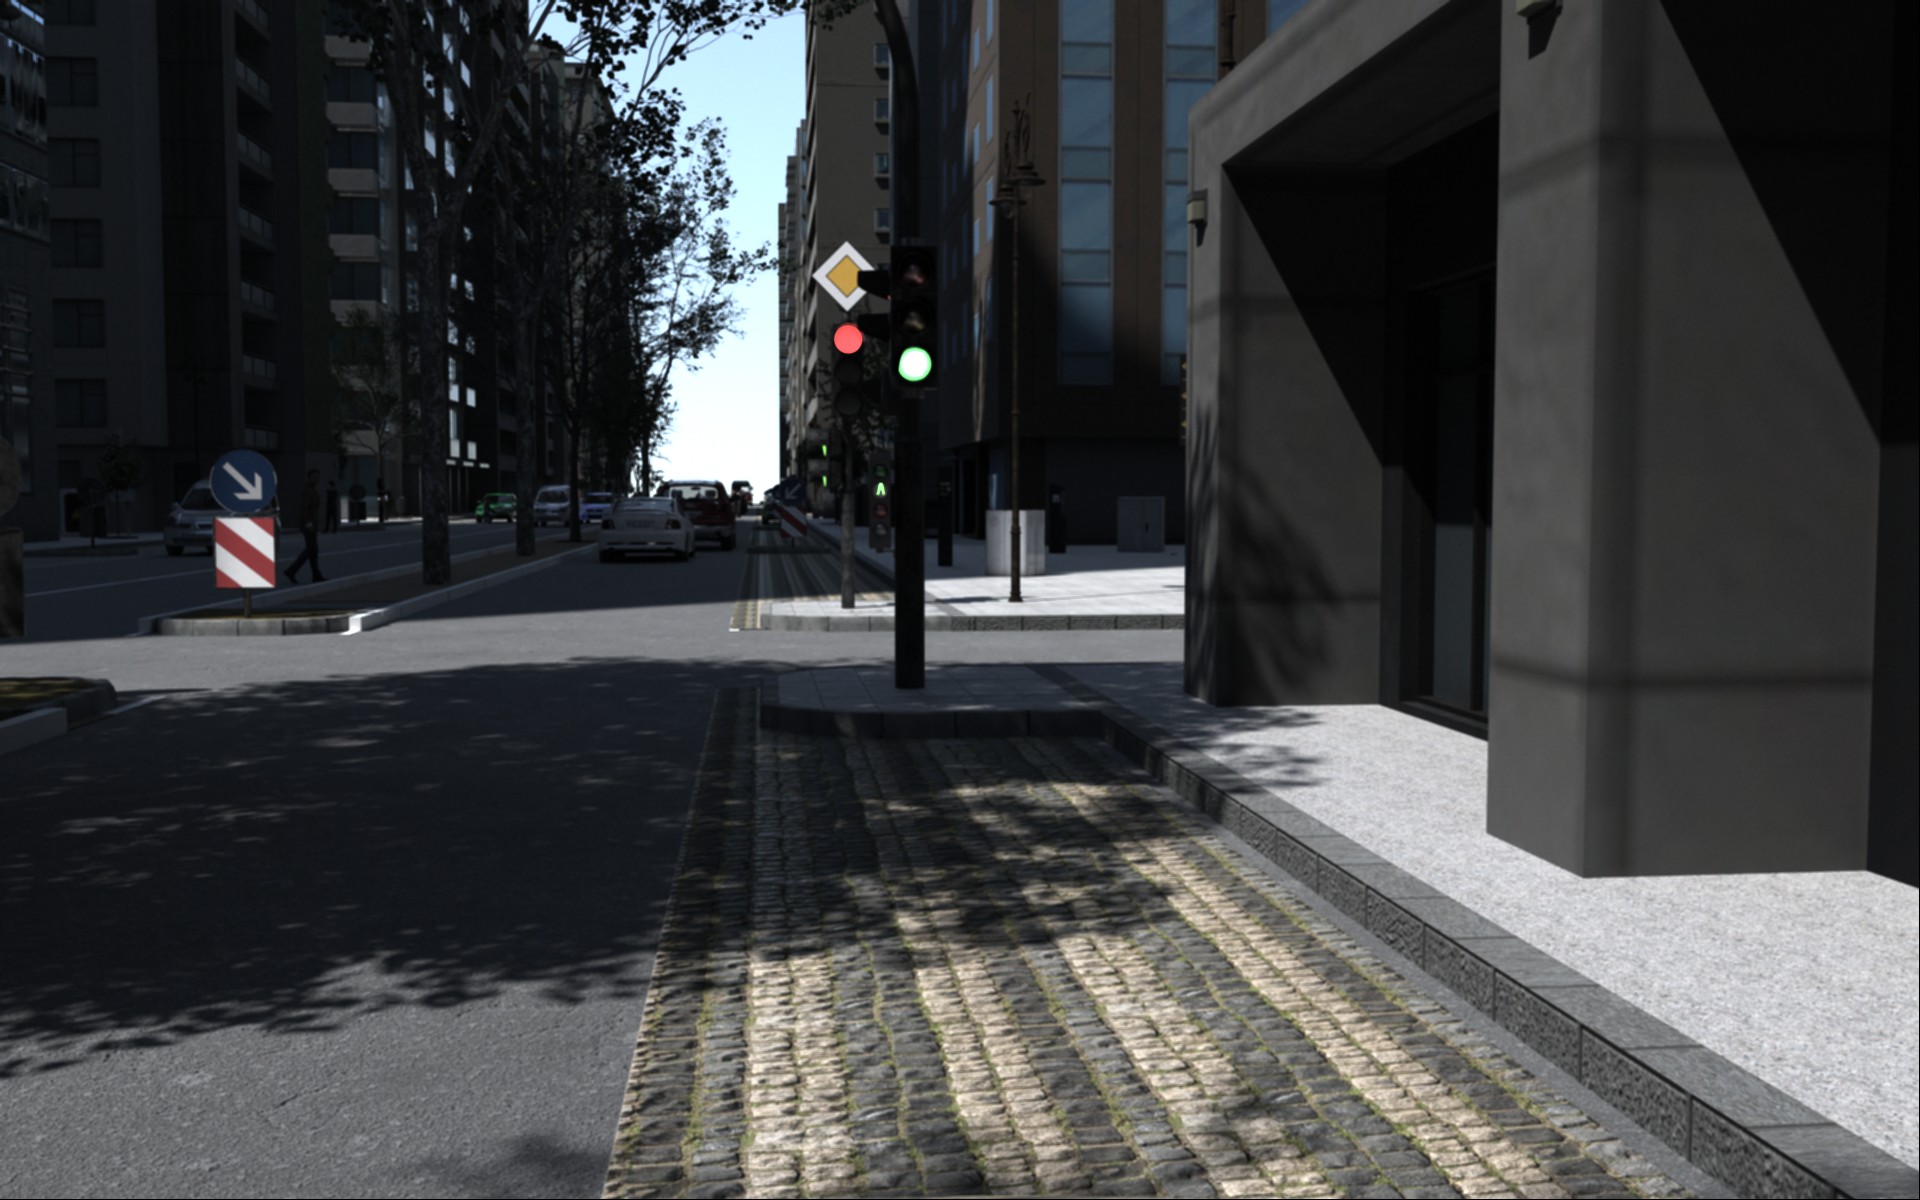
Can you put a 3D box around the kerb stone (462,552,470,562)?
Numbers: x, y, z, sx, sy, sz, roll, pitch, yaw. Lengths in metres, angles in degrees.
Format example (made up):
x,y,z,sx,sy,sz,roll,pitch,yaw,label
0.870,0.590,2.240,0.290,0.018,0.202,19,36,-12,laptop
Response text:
x,y,z,sx,sy,sz,roll,pitch,yaw,label
-10.560,-0.877,36.648,0.120,0.150,1.000,0,4,-7,kerb stone

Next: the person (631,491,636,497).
x,y,z,sx,sy,sz,roll,pitch,yaw,label
-34.070,-10.512,181.086,0.721,1.735,1.217,3,4,39,person

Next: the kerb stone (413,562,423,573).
x,y,z,sx,sy,sz,roll,pitch,yaw,label
-9.966,-0.570,31.567,0.120,0.150,1.000,0,4,-7,kerb stone

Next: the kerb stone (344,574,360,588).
x,y,z,sx,sy,sz,roll,pitch,yaw,label
-9.384,-0.261,26.464,0.120,0.150,1.000,0,4,-7,kerb stone

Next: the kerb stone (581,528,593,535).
x,y,z,sx,sy,sz,roll,pitch,yaw,label
-13.602,-2.505,63.157,0.120,0.150,1.000,0,4,-7,kerb stone

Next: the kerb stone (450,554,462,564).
x,y,z,sx,sy,sz,roll,pitch,yaw,label
-10.440,-0.822,35.630,0.120,0.150,1.000,0,4,-7,kerb stone

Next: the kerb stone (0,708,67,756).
x,y,z,sx,sy,sz,roll,pitch,yaw,label
-5.363,0.753,9.892,0.120,0.150,1.000,0,4,-7,kerb stone

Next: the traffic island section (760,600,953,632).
x,y,z,sx,sy,sz,roll,pitch,yaw,label
-1.234,0.173,19.454,2.009,0.180,2.903,0,4,-7,traffic island section

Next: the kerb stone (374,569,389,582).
x,y,z,sx,sy,sz,roll,pitch,yaw,label
-9.616,-0.383,28.501,0.120,0.150,1.000,0,4,-7,kerb stone

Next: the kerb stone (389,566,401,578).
x,y,z,sx,sy,sz,roll,pitch,yaw,label
-9.739,-0.447,29.528,0.120,0.150,1.000,0,4,-7,kerb stone

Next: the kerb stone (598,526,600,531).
x,y,z,sx,sy,sz,roll,pitch,yaw,label
-13.964,-2.692,66.209,0.120,0.150,1.000,0,4,-7,kerb stone

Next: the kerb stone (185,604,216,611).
x,y,z,sx,sy,sz,roll,pitch,yaw,label
-8.558,0.175,19.336,0.120,0.150,1.000,0,4,-7,kerb stone

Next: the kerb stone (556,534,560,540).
x,y,z,sx,sy,sz,roll,pitch,yaw,label
-12.430,-1.883,52.980,0.120,0.150,1.000,0,4,-7,kerb stone

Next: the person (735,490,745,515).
x,y,z,sx,sy,sz,roll,pitch,yaw,label
-15.125,-6.720,119.170,0.742,1.727,0.445,0,4,-2,person

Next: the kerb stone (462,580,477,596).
x,y,z,sx,sy,sz,roll,pitch,yaw,label
-7.062,-0.150,24.652,0.120,0.150,1.000,0,4,-7,kerb stone

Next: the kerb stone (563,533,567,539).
x,y,z,sx,sy,sz,roll,pitch,yaw,label
-12.672,-2.007,55.010,0.120,0.150,1.000,0,4,-7,kerb stone

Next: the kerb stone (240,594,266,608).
x,y,z,sx,sy,sz,roll,pitch,yaw,label
-8.799,0.052,21.370,0.120,0.150,1.000,0,4,-7,kerb stone

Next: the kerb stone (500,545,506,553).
x,y,z,sx,sy,sz,roll,pitch,yaw,label
-11.141,-1.195,41.739,0.120,0.150,1.000,0,4,-7,kerb stone

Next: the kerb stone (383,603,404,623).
x,y,z,sx,sy,sz,roll,pitch,yaw,label
-6.476,0.166,19.557,0.120,0.150,1.000,0,4,-7,kerb stone

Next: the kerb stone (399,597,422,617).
x,y,z,sx,sy,sz,roll,pitch,yaw,label
-6.586,0.099,20.573,0.120,0.150,1.000,0,4,-7,kerb stone

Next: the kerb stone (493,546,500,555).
x,y,z,sx,sy,sz,roll,pitch,yaw,label
-11.020,-1.126,40.718,0.120,0.150,1.000,0,4,-7,kerb stone

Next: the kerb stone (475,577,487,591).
x,y,z,sx,sy,sz,roll,pitch,yaw,label
-7.183,-0.212,25.668,0.120,0.150,1.000,0,4,-7,kerb stone

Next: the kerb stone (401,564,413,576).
x,y,z,sx,sy,sz,roll,pitch,yaw,label
-9.849,-0.511,30.551,0.120,0.150,1.000,0,4,-7,kerb stone

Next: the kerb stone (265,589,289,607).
x,y,z,sx,sy,sz,roll,pitch,yaw,label
-8.911,-0.012,22.392,0.120,0.150,1.000,0,4,-7,kerb stone

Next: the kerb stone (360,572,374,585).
x,y,z,sx,sy,sz,roll,pitch,yaw,label
-9.507,-0.323,27.484,0.120,0.150,1.000,0,4,-7,kerb stone

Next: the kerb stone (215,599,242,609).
x,y,z,sx,sy,sz,roll,pitch,yaw,label
-8.677,0.113,20.352,0.120,0.150,1.000,0,4,-7,kerb stone

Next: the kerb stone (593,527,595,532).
x,y,z,sx,sy,sz,roll,pitch,yaw,label
-13.728,-2.568,64.179,0.120,0.150,1.000,0,4,-7,kerb stone

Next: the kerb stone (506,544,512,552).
x,y,z,sx,sy,sz,roll,pitch,yaw,label
-11.268,-1.258,42.769,0.120,0.150,1.000,0,4,-7,kerb stone

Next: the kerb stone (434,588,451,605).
x,y,z,sx,sy,sz,roll,pitch,yaw,label
-6.835,-0.026,22.613,0.120,0.150,1.000,0,4,-7,kerb stone

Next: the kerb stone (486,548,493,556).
x,y,z,sx,sy,sz,roll,pitch,yaw,label
-10.908,-1.062,39.702,0.120,0.150,1.000,0,4,-7,kerb stone

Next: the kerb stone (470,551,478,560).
x,y,z,sx,sy,sz,roll,pitch,yaw,label
-10.676,-0.946,37.662,0.120,0.150,1.000,0,4,-7,kerb stone

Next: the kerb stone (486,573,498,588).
x,y,z,sx,sy,sz,roll,pitch,yaw,label
-7.291,-0.275,26.685,0.120,0.150,1.000,0,4,-7,kerb stone

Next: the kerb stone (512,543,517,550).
x,y,z,sx,sy,sz,roll,pitch,yaw,label
-11.378,-1.321,43.796,0.120,0.150,1.000,0,4,-7,kerb stone

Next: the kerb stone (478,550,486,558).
x,y,z,sx,sy,sz,roll,pitch,yaw,label
-10.791,-1.008,38.678,0.120,0.150,1.000,0,4,-7,kerb stone

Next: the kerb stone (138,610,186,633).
x,y,z,sx,sy,sz,roll,pitch,yaw,label
-8.446,0.237,18.315,0.120,0.150,1.000,0,4,-7,kerb stone

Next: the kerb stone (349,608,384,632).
x,y,z,sx,sy,sz,roll,pitch,yaw,label
-6.361,0.224,18.541,0.120,0.150,1.000,0,4,-7,kerb stone

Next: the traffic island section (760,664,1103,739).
x,y,z,sx,sy,sz,roll,pitch,yaw,label
-0.321,0.658,11.521,2.009,0.180,2.903,0,4,-7,traffic island section

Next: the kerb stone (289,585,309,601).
x,y,z,sx,sy,sz,roll,pitch,yaw,label
-9.033,-0.074,23.412,0.120,0.150,1.000,0,4,-7,kerb stone

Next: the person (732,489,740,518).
x,y,z,sx,sy,sz,roll,pitch,yaw,label
-13.540,-5.785,104.001,0.530,1.710,0.541,-1,4,-22,person

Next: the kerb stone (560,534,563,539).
x,y,z,sx,sy,sz,roll,pitch,yaw,label
-12.559,-1.943,53.994,0.120,0.150,1.000,0,4,-7,kerb stone

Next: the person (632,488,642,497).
x,y,z,sx,sy,sz,roll,pitch,yaw,label
-21.350,-6.492,114.651,1.348,1.823,0.705,-3,5,-41,person

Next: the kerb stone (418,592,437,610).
x,y,z,sx,sy,sz,roll,pitch,yaw,label
-6.710,0.037,21.595,0.120,0.150,1.000,0,4,-7,kerb stone

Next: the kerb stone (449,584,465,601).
x,y,z,sx,sy,sz,roll,pitch,yaw,label
-6.942,-0.088,23.632,0.120,0.150,1.000,0,4,-7,kerb stone

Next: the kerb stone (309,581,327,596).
x,y,z,sx,sy,sz,roll,pitch,yaw,label
-9.149,-0.133,24.434,0.120,0.150,1.000,0,4,-7,kerb stone

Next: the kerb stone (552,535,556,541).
x,y,z,sx,sy,sz,roll,pitch,yaw,label
-12.314,-1.821,51.962,0.120,0.150,1.000,0,4,-7,kerb stone

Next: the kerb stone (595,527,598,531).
x,y,z,sx,sy,sz,roll,pitch,yaw,label
-13.848,-2.630,65.193,0.120,0.150,1.000,0,4,-7,kerb stone

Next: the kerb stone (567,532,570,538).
x,y,z,sx,sy,sz,roll,pitch,yaw,label
-12.789,-2.064,56.026,0.120,0.150,1.000,0,4,-7,kerb stone

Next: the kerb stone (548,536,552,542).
x,y,z,sx,sy,sz,roll,pitch,yaw,label
-12.201,-1.750,50.947,0.120,0.150,1.000,0,4,-7,kerb stone

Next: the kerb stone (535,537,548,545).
x,y,z,sx,sy,sz,roll,pitch,yaw,label
-12.085,-1.694,49.927,0.120,0.150,1.000,0,4,-7,kerb stone

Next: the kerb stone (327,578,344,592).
x,y,z,sx,sy,sz,roll,pitch,yaw,label
-9.275,-0.199,25.448,0.120,0.150,1.000,0,4,-7,kerb stone
